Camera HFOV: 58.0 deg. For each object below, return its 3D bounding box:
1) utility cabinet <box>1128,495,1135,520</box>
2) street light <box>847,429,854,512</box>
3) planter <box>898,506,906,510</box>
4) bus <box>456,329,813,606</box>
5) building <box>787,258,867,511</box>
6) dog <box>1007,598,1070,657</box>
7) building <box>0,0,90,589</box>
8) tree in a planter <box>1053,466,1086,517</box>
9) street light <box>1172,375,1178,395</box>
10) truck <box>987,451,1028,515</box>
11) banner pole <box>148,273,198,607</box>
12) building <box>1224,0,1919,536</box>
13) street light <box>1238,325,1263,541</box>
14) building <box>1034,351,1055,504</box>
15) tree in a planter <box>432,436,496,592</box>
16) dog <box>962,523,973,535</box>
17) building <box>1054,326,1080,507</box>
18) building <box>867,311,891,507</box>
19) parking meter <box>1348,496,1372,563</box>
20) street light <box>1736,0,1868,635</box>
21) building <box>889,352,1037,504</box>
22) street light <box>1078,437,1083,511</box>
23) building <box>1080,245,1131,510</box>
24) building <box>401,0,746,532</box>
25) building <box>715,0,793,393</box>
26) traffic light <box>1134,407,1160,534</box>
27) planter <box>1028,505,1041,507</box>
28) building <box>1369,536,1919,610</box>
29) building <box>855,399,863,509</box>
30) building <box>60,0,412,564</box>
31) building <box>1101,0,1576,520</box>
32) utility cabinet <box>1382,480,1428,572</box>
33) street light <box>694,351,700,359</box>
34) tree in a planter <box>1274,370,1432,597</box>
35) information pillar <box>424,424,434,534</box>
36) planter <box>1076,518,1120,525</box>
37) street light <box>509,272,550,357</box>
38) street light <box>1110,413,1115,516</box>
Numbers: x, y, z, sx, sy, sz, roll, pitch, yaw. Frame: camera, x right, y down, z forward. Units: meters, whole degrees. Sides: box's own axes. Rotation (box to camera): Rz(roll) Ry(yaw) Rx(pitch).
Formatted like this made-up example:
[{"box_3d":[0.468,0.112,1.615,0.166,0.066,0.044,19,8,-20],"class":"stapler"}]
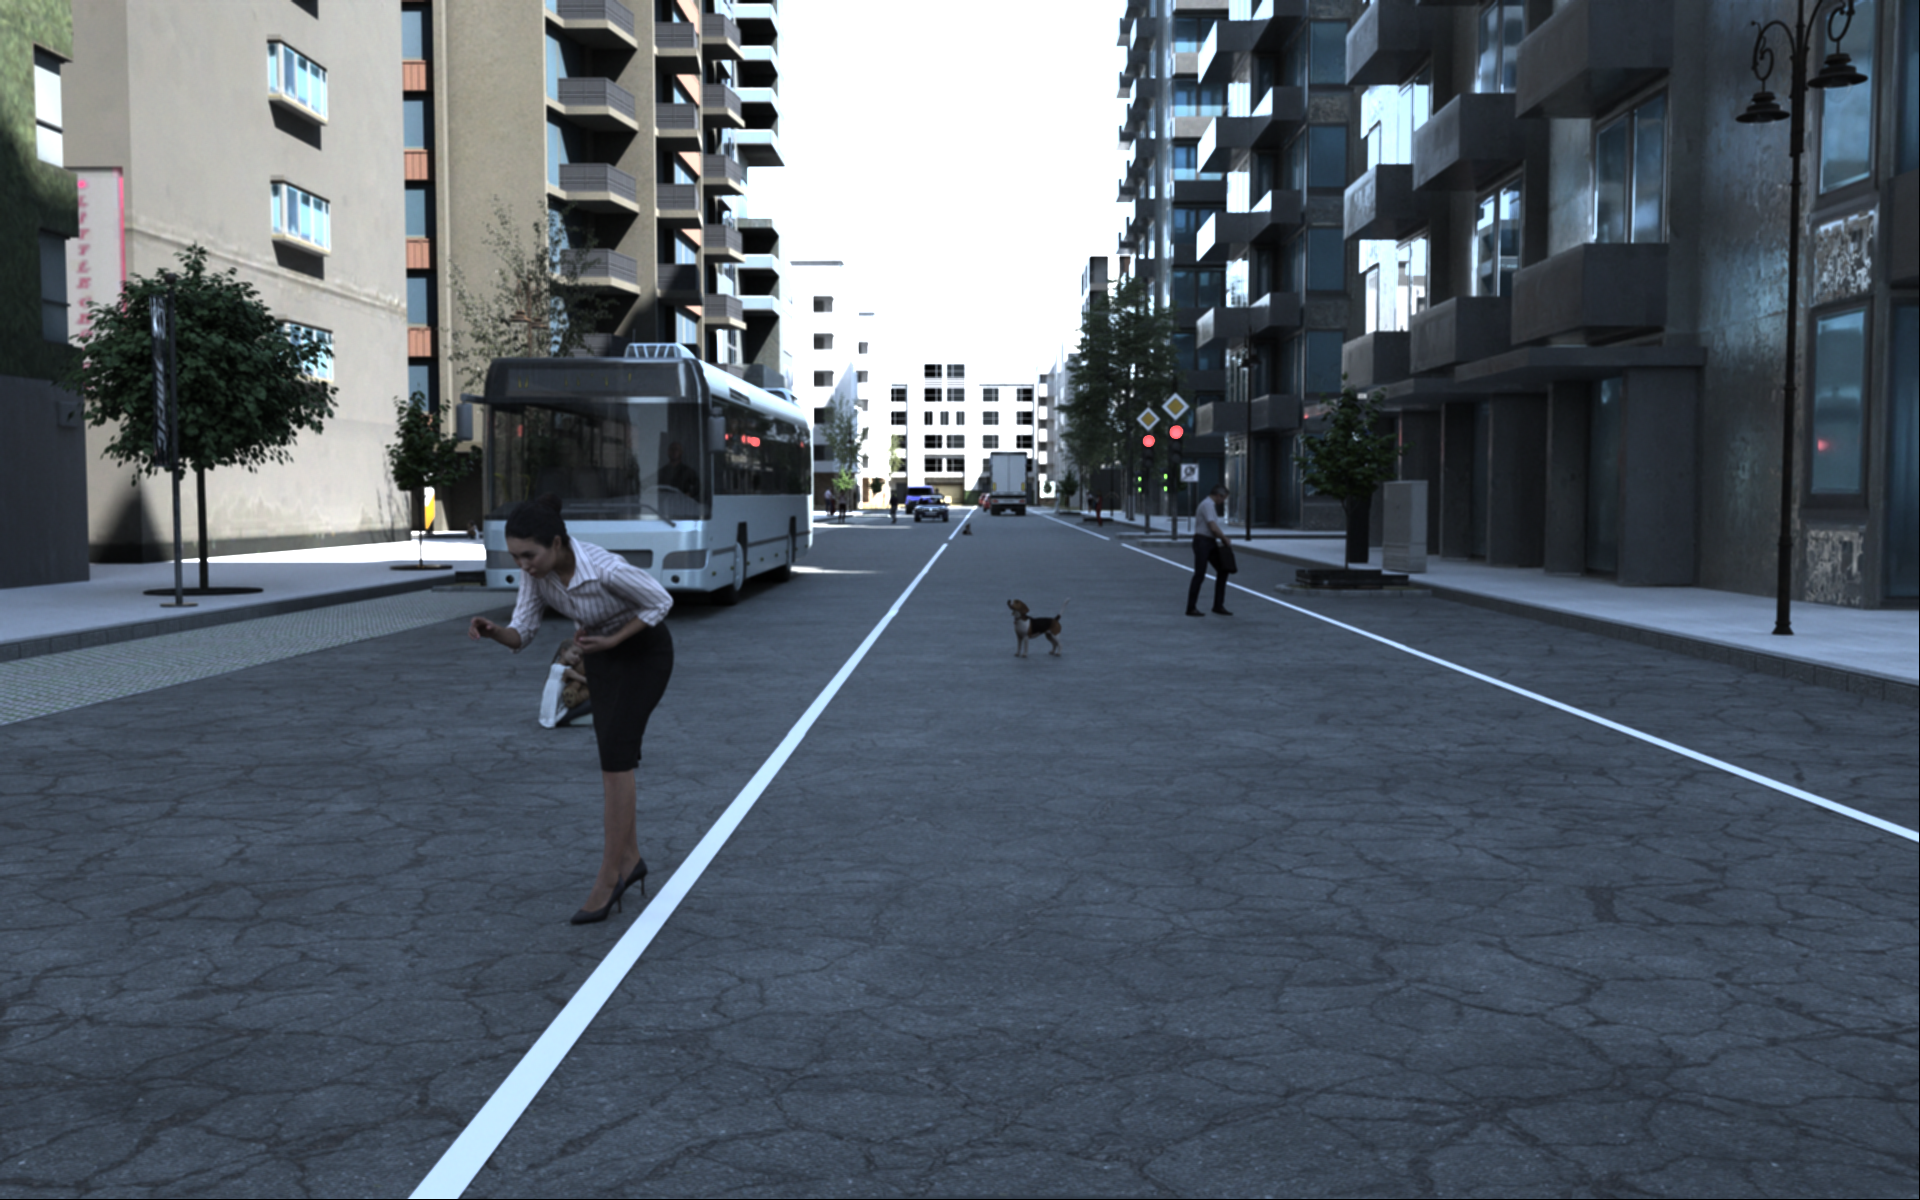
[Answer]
[{"box_3d":[8.352,-4.472,84.270,0.306,1.237,1.020,0,4,4],"class":"utility cabinet"},{"box_3d":[-7.634,-9.042,120.622,0.468,5.910,1.993,0,4,1],"class":"street light"},{"box_3d":[-4.771,-8.367,157.933,1.991,0.319,1.994,0,4,1],"class":"planter"},{"box_3d":[-4.046,-1.847,25.058,2.948,3.499,13.247,0,4,1],"class":"bus"},{"box_3d":[-16.032,-17.174,137.211,16.016,20.091,11.380,0,4,1],"class":"building"},{"box_3d":[0.695,0.242,15.335,0.406,0.507,0.540,1,4,22],"class":"dog"},{"box_3d":[-19.983,-20.429,17.617,14.154,41.232,14.086,0,4,1],"class":"building"},{"box_3d":[6.851,-6.815,108.651,1.991,3.239,1.994,0,4,1],"class":"tree in a planter"},{"box_3d":[8.321,-5.777,67.241,0.468,5.910,1.993,0,4,1],"class":"street light"},{"box_3d":[3.280,-7.976,119.320,2.839,4.237,11.283,0,4,1],"class":"truck"},{"box_3d":[-8.917,-1.802,19.478,0.401,3.779,0.863,0,4,-5],"class":"banner pole"},{"box_3d":[24.677,-27.400,67.601,30.456,49.044,23.786,0,4,1],"class":"building"},{"box_3d":[7.927,-4.568,47.469,0.468,5.910,1.993,0,4,1],"class":"street light"},{"box_3d":[15.405,-22.446,223.415,11.380,20.091,16.016,0,4,1],"class":"building"},{"box_3d":[-6.689,-1.764,26.072,1.991,3.239,1.994,0,4,1],"class":"tree in a planter"},{"box_3d":[0.321,-2.510,61.236,0.550,0.427,0.748,1,4,23],"class":"dog"},{"box_3d":[19.426,-19.819,190.506,16.747,18.905,31.486,0,4,1],"class":"building"},{"box_3d":[-15.396,-19.582,176.583,16.016,20.091,11.380,0,4,1],"class":"building"},{"box_3d":[7.427,-1.618,32.164,0.399,1.863,0.255,0,4,8],"class":"parking meter"},{"box_3d":[7.519,-2.621,15.648,0.468,5.910,1.993,0,4,1],"class":"street light"},{"box_3d":[-6.028,-21.843,223.586,31.486,18.905,16.747,0,4,1],"class":"building"},{"box_3d":[9.165,-9.652,130.604,0.468,5.910,1.993,0,4,1],"class":"street light"},{"box_3d":[24.780,-19.227,158.335,27.936,21.610,32.646,0,4,1],"class":"building"},{"box_3d":[-20.855,-25.437,70.523,22.147,44.769,28.867,0,4,1],"class":"building"},{"box_3d":[-20.660,-48.101,99.127,22.319,86.520,31.000,0,4,1],"class":"building"},{"box_3d":[6.036,-4.093,55.846,0.839,4.253,0.868,0,4,1],"class":"traffic light"},{"box_3d":[7.953,-10.004,184.704,1.991,0.319,1.994,0,4,1],"class":"planter"},{"box_3d":[19.737,-25.123,30.377,23.786,49.044,30.456,0,4,1],"class":"building"},{"box_3d":[-13.312,-13.152,157.182,9.099,9.664,28.070,0,4,1],"class":"building"},{"box_3d":[-25.507,-25.153,34.949,21.600,48.544,21.300,0,4,1],"class":"building"},{"box_3d":[21.464,-29.944,109.191,23.786,49.044,30.456,0,4,1],"class":"building"},{"box_3d":[7.323,-1.216,28.565,0.318,1.500,1.173,0,4,-7],"class":"utility cabinet"},{"box_3d":[-8.596,-5.107,56.287,0.468,5.910,1.993,0,4,1],"class":"street light"},{"box_3d":[5.627,-1.705,25.096,1.991,3.239,1.994,0,4,1],"class":"tree in a planter"},{"box_3d":[-16.966,-3.913,55.332,0.183,3.616,0.504,1,4,9],"class":"information pillar"},{"box_3d":[6.437,-3.677,81.261,1.991,0.319,1.994,0,4,1],"class":"planter"},{"box_3d":[-8.964,-3.877,36.183,0.468,5.910,1.993,0,4,1],"class":"street light"},{"box_3d":[8.730,-7.742,99.369,0.468,5.910,1.993,0,4,1],"class":"street light"}]
